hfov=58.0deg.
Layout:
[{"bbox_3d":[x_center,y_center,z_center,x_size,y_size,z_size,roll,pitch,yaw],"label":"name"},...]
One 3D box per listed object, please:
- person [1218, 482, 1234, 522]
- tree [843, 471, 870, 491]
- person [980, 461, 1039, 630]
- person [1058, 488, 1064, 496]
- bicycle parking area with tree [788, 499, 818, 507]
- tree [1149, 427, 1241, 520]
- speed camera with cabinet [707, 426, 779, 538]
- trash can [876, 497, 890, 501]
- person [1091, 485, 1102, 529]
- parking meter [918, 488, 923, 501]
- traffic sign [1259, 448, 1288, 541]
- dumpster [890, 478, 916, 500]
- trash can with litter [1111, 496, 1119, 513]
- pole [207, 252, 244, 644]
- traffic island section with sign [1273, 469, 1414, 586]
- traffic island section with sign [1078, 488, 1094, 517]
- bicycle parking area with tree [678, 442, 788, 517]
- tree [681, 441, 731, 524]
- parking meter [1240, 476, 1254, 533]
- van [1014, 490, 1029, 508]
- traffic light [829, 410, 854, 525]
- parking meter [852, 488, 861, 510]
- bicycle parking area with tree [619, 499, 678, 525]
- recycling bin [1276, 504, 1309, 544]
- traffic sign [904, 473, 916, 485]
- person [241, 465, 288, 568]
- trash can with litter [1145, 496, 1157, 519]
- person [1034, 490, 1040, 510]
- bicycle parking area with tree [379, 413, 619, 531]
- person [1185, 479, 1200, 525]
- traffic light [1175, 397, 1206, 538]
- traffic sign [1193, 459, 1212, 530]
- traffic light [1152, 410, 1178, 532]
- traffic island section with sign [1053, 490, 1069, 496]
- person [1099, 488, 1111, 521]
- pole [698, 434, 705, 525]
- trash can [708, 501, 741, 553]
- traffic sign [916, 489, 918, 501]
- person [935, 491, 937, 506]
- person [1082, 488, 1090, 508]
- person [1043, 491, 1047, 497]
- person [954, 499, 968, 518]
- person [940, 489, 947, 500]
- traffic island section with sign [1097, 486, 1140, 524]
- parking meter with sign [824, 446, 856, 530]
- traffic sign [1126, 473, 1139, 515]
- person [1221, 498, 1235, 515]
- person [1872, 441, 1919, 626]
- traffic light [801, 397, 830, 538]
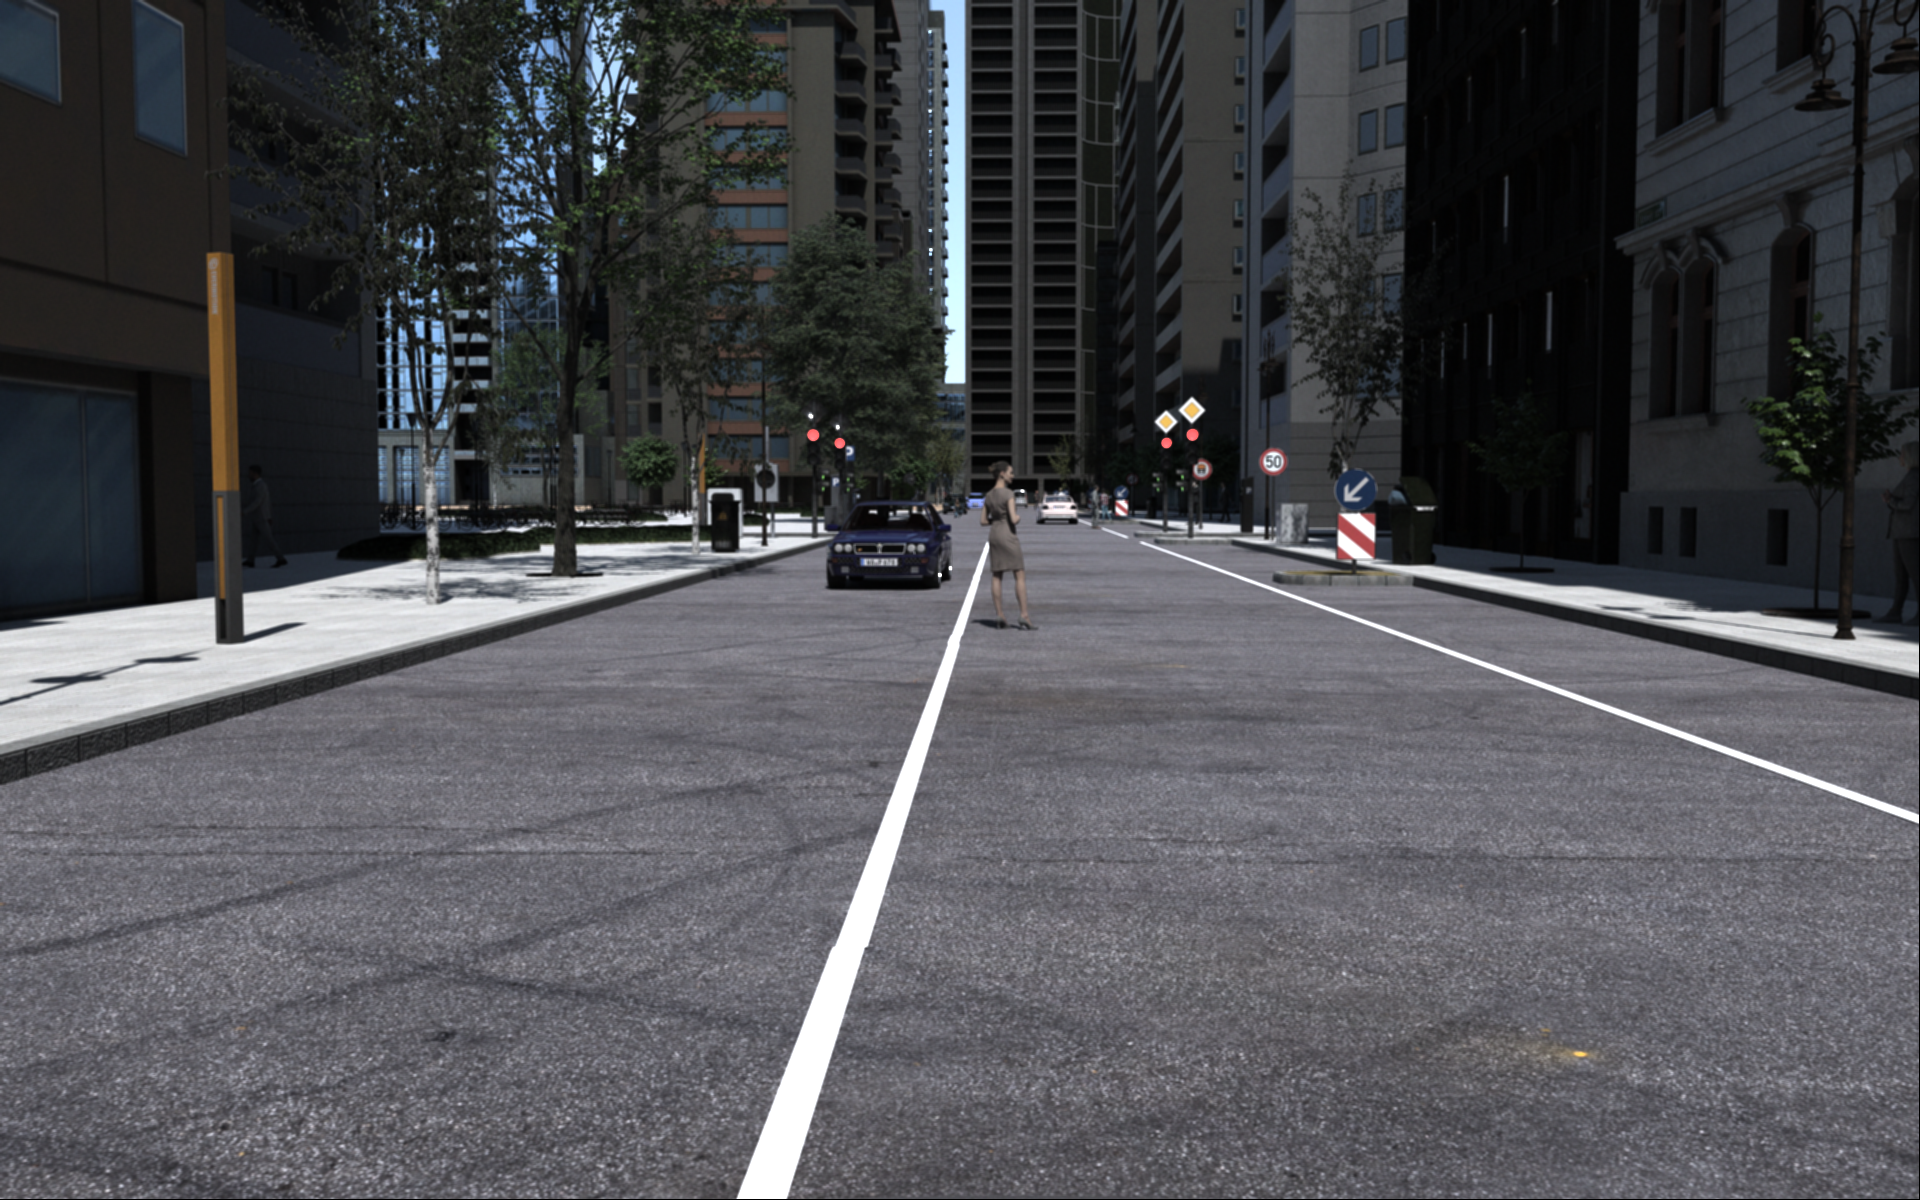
[{"bbox_3d":[11.988,-4.454,78.638,0.755,1.850,0.659,-1,4,-20],"label":"person"},{"bbox_3d":[-7.273,-7.655,119.767,1.663,3.219,1.824,0,3,0],"label":"tree"},{"bbox_3d":[0.519,-0.584,18.384,0.374,1.781,0.599,-3,5,-43],"label":"person"},{"bbox_3d":[6.094,-5.824,103.954,0.478,1.798,0.641,-2,4,-29],"label":"person"},{"bbox_3d":[-15.105,-8.618,127.899,9.016,4.147,8.231,0,4,-6],"label":"bicycle parking area with tree"},{"bbox_3d":[12.395,-6.197,85.035,4.285,4.588,4.351,0,3,0],"label":"tree"},{"bbox_3d":[-6.306,-3.427,50.370,2.038,3.252,0.660,0,4,0],"label":"speed camera with cabinet"},{"bbox_3d":[-3.755,-4.461,84.591,0.748,1.137,0.748,0,3,0],"label":"trash can"},{"bbox_3d":[5.615,-3.866,71.812,0.391,1.810,0.635,-1,4,-13],"label":"person"},{"bbox_3d":[-2.746,-6.986,119.933,0.255,1.863,0.399,-2,4,-25],"label":"parking meter"},{"bbox_3d":[8.617,-2.910,47.677,0.768,2.556,0.104,0,4,7],"label":"traffic sign"},{"bbox_3d":[-3.372,-6.103,102.284,1.502,2.255,1.985,0,4,1],"label":"dumpster"},{"bbox_3d":[10.651,-6.414,116.263,1.055,1.170,0.624,2,4,26],"label":"trash can with litter"},{"bbox_3d":[-6.271,-1.280,14.779,0.158,3.312,0.155,0,3,0],"label":"pole"},{"bbox_3d":[6.121,-1.181,27.943,1.989,1.847,2.006,0,4,1],"label":"traffic island section with sign"},{"bbox_3d":[8.268,-6.194,109.898,1.989,1.847,2.006,0,4,1],"label":"traffic island section with sign"},{"bbox_3d":[-15.448,-6.806,98.288,9.016,4.147,8.231,1,4,11],"label":"bicycle parking area with tree"},{"bbox_3d":[-9.176,-4.140,62.288,1.663,3.219,1.824,0,3,0],"label":"tree"},{"bbox_3d":[9.488,-3.156,57.311,0.399,1.863,0.255,-1,4,-15],"label":"parking meter"},{"bbox_3d":[6.206,-10.581,180.006,2.013,2.044,4.112,0,4,2],"label":"van"},{"bbox_3d":[-3.994,-4.239,58.232,0.839,4.253,0.868,0,4,1],"label":"traffic light"},{"bbox_3d":[-4.519,-4.116,75.709,0.372,1.533,0.369,0,3,0],"label":"parking meter"},{"bbox_3d":[-17.282,-5.254,72.910,9.016,4.147,8.231,0,4,2],"label":"bicycle parking area with tree"},{"bbox_3d":[8.585,-1.971,44.775,0.722,1.027,0.722,0,4,0],"label":"recycling bin"},{"bbox_3d":[-3.040,-6.365,104.172,0.768,2.556,0.104,0,4,8],"label":"traffic sign"},{"bbox_3d":[-12.193,-1.461,30.204,0.850,1.792,0.678,-1,4,-17],"label":"person"},{"bbox_3d":[9.739,-4.746,88.977,0.624,1.170,1.055,-1,4,-12],"label":"trash can with litter"},{"bbox_3d":[6.808,-8.754,152.163,0.617,1.759,0.750,-1,4,-20],"label":"person"},{"bbox_3d":[-18.890,-4.713,64.066,9.016,4.147,8.231,1,4,22],"label":"bicycle parking area with tree"},{"bbox_3d":[9.818,-4.118,72.736,0.474,1.900,0.648,-2,4,-24],"label":"person"},{"bbox_3d":[6.655,-3.735,49.982,0.839,4.253,0.868,0,4,1],"label":"traffic light"},{"bbox_3d":[8.699,-3.815,62.478,0.768,2.556,0.104,0,4,4],"label":"traffic sign"},{"bbox_3d":[6.864,-4.223,57.964,0.839,4.253,0.868,0,4,1],"label":"traffic light"},{"bbox_3d":[9.572,-9.246,159.797,1.989,1.847,2.006,0,4,1],"label":"traffic island section with sign"},{"bbox_3d":[7.445,-4.876,89.063,0.563,1.720,0.643,-3,5,-41],"label":"person"},{"bbox_3d":[-8.697,-3.946,58.352,0.158,3.312,0.155,0,3,0],"label":"pole"},{"bbox_3d":[-5.154,-1.612,38.010,0.748,1.137,0.748,0,3,0],"label":"trash can"},{"bbox_3d":[-2.960,-7.297,119.404,0.768,2.556,0.104,0,4,3],"label":"traffic sign"},{"bbox_3d":[-2.587,-11.266,190.331,0.705,1.812,1.348,0,4,-8],"label":"person"},{"bbox_3d":[11.785,-9.421,160.058,1.348,1.826,0.705,-3,5,-42],"label":"person"},{"bbox_3d":[9.070,-10.698,184.073,0.621,1.740,0.551,0,4,-2],"label":"person"},{"bbox_3d":[-0.009,-5.520,104.251,1.012,1.151,0.738,-1,4,-18],"label":"person"},{"bbox_3d":[-1.819,-11.723,197.659,1.348,1.831,0.705,2,4,34],"label":"person"},{"bbox_3d":[7.550,-4.528,82.668,1.989,1.847,2.006,0,4,1],"label":"traffic island section with sign"},{"bbox_3d":[-4.303,-4.000,61.659,0.543,3.016,1.738,1,4,21],"label":"parking meter with sign"},{"bbox_3d":[10.480,-6.437,105.355,0.768,2.556,0.104,0,4,6],"label":"traffic sign"},{"bbox_3d":[16.424,-5.774,105.944,1.012,1.151,0.738,-2,4,-29],"label":"person"},{"bbox_3d":[9.215,-0.655,16.935,0.526,1.800,0.537,2,4,34],"label":"person"},{"bbox_3d":[-4.203,-3.751,50.250,0.839,4.253,0.868,0,4,1],"label":"traffic light"}]
